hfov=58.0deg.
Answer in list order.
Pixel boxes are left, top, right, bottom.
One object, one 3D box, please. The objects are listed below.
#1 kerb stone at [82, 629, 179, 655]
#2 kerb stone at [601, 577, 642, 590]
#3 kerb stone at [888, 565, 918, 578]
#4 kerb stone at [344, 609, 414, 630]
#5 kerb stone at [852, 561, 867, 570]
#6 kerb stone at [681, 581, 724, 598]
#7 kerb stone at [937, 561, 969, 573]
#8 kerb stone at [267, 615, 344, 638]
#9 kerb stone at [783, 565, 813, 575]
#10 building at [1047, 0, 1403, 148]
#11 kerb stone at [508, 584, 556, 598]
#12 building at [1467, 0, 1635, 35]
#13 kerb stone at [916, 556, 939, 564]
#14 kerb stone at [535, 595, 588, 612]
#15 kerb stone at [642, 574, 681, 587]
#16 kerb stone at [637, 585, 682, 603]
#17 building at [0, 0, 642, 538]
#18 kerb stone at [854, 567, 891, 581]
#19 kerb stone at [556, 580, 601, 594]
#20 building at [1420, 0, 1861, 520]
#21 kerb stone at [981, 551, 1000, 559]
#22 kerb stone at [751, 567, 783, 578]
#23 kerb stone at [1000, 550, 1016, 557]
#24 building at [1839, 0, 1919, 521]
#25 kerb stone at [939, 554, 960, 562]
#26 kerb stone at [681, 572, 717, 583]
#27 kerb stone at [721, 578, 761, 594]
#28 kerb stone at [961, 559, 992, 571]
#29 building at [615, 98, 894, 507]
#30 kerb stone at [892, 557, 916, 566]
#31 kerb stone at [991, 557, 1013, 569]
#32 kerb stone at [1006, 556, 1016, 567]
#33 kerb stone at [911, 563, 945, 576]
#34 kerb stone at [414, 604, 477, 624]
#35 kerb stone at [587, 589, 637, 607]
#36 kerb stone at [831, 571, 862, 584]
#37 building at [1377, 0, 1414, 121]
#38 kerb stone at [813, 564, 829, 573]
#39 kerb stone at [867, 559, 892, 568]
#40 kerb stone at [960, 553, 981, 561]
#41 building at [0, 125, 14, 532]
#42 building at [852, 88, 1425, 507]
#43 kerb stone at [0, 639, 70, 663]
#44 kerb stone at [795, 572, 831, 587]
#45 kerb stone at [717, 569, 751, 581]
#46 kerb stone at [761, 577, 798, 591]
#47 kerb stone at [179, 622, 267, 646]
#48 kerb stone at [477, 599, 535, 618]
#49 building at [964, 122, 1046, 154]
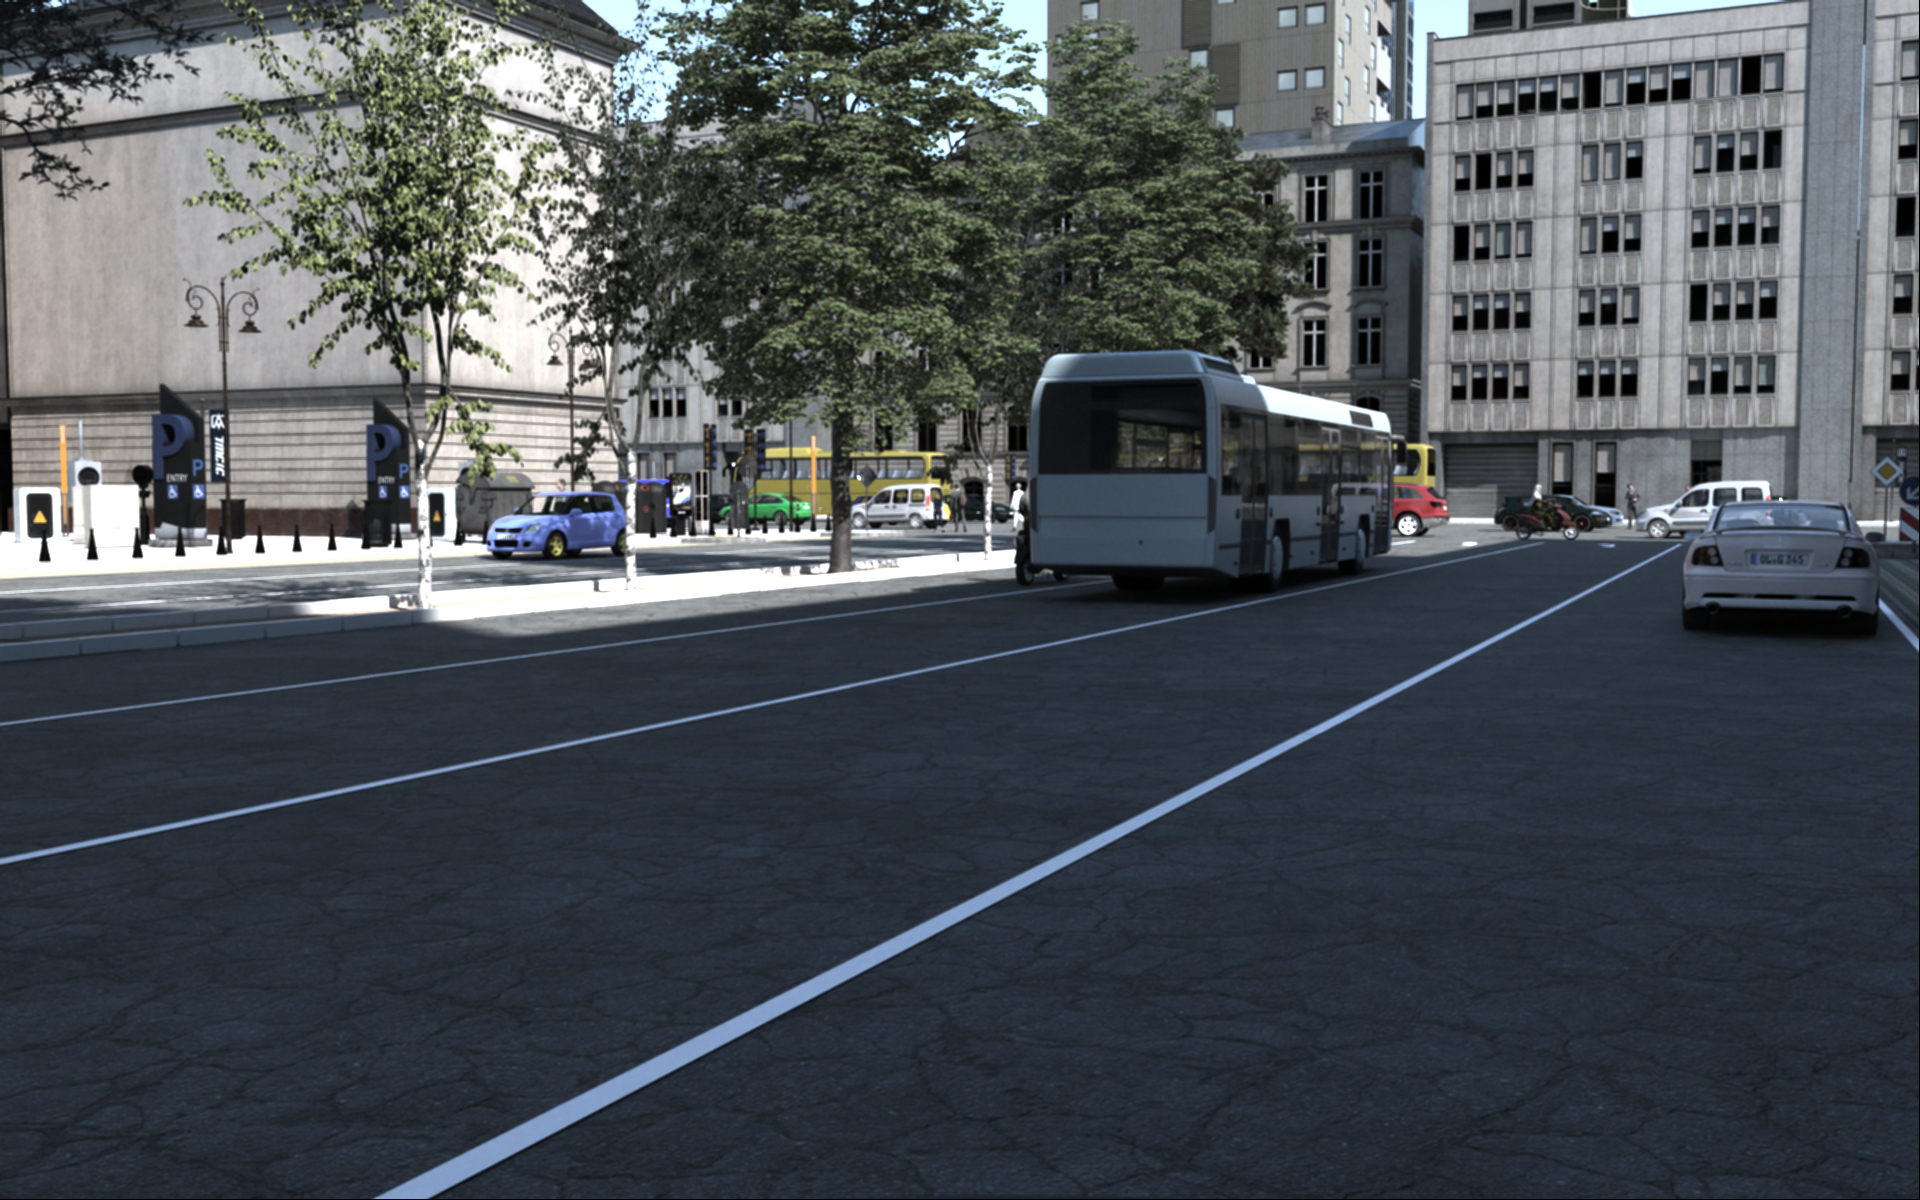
[{"bbox_3d":[-7.638,0.387,15.866,0.120,0.150,1.000,2,4,25],"label":"kerb stone"},{"bbox_3d":[-5.161,-0.233,26.027,0.120,0.150,1.000,2,4,25],"label":"kerb stone"},{"bbox_3d":[-1.039,-0.468,29.841,0.120,0.150,1.000,2,4,25],"label":"kerb stone"},{"bbox_3d":[-6.310,0.216,18.662,0.120,0.150,1.000,2,4,25],"label":"kerb stone"},{"bbox_3d":[-2.078,-0.630,32.546,0.120,0.150,1.000,2,4,25],"label":"kerb stone"},{"bbox_3d":[-3.669,-0.125,24.242,0.120,0.150,1.000,2,4,25],"label":"kerb stone"},{"bbox_3d":[-0.155,-0.581,31.708,0.120,0.150,1.000,2,4,25],"label":"kerb stone"},{"bbox_3d":[-6.750,0.275,17.728,0.120,0.150,1.000,2,4,25],"label":"kerb stone"},{"bbox_3d":[-2.951,-0.519,30.679,0.120,0.150,1.000,2,4,25],"label":"kerb stone"},{"bbox_3d":[25.641,-35.350,167.214,28.713,52.752,27.495,2,4,25],"label":"building"},{"bbox_3d":[-6.037,-0.117,24.168,0.120,0.150,1.000,2,4,25],"label":"kerb stone"},{"bbox_3d":[83.921,-49.508,247.704,20.611,71.187,20.563,2,4,25],"label":"building"},{"bbox_3d":[-0.758,-0.804,35.341,0.120,0.150,1.000,2,4,25],"label":"kerb stone"},{"bbox_3d":[-5.003,0.051,21.462,0.120,0.150,1.000,2,4,25],"label":"kerb stone"},{"bbox_3d":[-4.713,-0.291,26.951,0.120,0.150,1.000,2,4,25],"label":"kerb stone"},{"bbox_3d":[-4.113,-0.068,23.315,0.120,0.150,1.000,2,4,25],"label":"kerb stone"},{"bbox_3d":[-21.564,-11.805,57.632,19.286,19.102,10.561,2,4,25],"label":"building"},{"bbox_3d":[-1.471,-0.411,28.907,0.120,0.150,1.000,2,4,25],"label":"kerb stone"},{"bbox_3d":[-5.591,-0.177,25.093,0.120,0.150,1.000,2,4,25],"label":"kerb stone"},{"bbox_3d":[35.356,-16.654,90.308,19.932,24.808,12.078,2,4,25],"label":"building"},{"bbox_3d":[0.570,-0.972,38.147,0.120,0.150,1.000,2,4,25],"label":"kerb stone"},{"bbox_3d":[-3.397,-0.459,29.747,0.120,0.150,1.000,2,4,25],"label":"kerb stone"},{"bbox_3d":[1.006,-1.033,39.077,0.120,0.150,1.000,2,4,25],"label":"kerb stone"},{"bbox_3d":[53.397,-16.136,81.850,19.932,24.808,12.078,2,4,25],"label":"building"},{"bbox_3d":[-0.315,-0.861,36.271,0.120,0.150,1.000,2,4,25],"label":"kerb stone"},{"bbox_3d":[-4.284,-0.348,27.886,0.120,0.150,1.000,2,4,25],"label":"kerb stone"},{"bbox_3d":[-3.248,-0.181,25.179,0.120,0.150,1.000,2,4,25],"label":"kerb stone"},{"bbox_3d":[0.288,-0.639,32.635,0.120,0.150,1.000,2,4,25],"label":"kerb stone"},{"bbox_3d":[-15.012,-18.047,113.083,19.932,24.808,12.078,2,4,25],"label":"building"},{"bbox_3d":[-1.196,-0.742,34.403,0.120,0.150,1.000,2,4,25],"label":"kerb stone"},{"bbox_3d":[0.729,-0.694,33.563,0.120,0.150,1.000,2,4,25],"label":"kerb stone"},{"bbox_3d":[1.164,-0.752,34.494,0.120,0.150,1.000,2,4,25],"label":"kerb stone"},{"bbox_3d":[-0.588,-0.521,30.776,0.120,0.150,1.000,2,4,25],"label":"kerb stone"},{"bbox_3d":[-5.880,0.159,19.595,0.120,0.150,1.000,2,4,25],"label":"kerb stone"},{"bbox_3d":[-4.551,-0.012,22.385,0.120,0.150,1.000,2,4,25],"label":"kerb stone"},{"bbox_3d":[-1.918,-0.354,27.978,0.120,0.150,1.000,2,4,25],"label":"kerb stone"},{"bbox_3d":[38.516,-54.090,197.034,31.000,86.520,22.319,2,4,25],"label":"building"},{"bbox_3d":[-2.518,-0.575,31.617,0.120,0.150,1.000,2,4,25],"label":"kerb stone"},{"bbox_3d":[-1.640,-0.690,33.476,0.120,0.150,1.000,2,4,25],"label":"kerb stone"},{"bbox_3d":[0.132,-0.918,37.204,0.120,0.150,1.000,2,4,25],"label":"kerb stone"},{"bbox_3d":[-39.531,-11.925,62.425,16.811,18.784,16.820,2,4,25],"label":"building"},{"bbox_3d":[10.815,-17.414,103.802,34.723,24.649,14.460,2,4,25],"label":"building"},{"bbox_3d":[-8.079,0.447,14.938,0.120,0.150,1.000,2,4,25],"label":"kerb stone"},{"bbox_3d":[-2.359,-0.297,27.044,0.120,0.150,1.000,2,4,25],"label":"kerb stone"},{"bbox_3d":[-3.840,-0.404,28.813,0.120,0.150,1.000,2,4,25],"label":"kerb stone"},{"bbox_3d":[-2.794,-0.239,26.110,0.120,0.150,1.000,2,4,25],"label":"kerb stone"},{"bbox_3d":[-7.190,0.330,16.797,0.120,0.150,1.000,2,4,25],"label":"kerb stone"},{"bbox_3d":[-5.445,0.102,20.526,0.120,0.150,1.000,2,4,25],"label":"kerb stone"},{"bbox_3d":[14.411,-35.920,210.996,21.600,48.544,21.300,2,4,25],"label":"building"}]
